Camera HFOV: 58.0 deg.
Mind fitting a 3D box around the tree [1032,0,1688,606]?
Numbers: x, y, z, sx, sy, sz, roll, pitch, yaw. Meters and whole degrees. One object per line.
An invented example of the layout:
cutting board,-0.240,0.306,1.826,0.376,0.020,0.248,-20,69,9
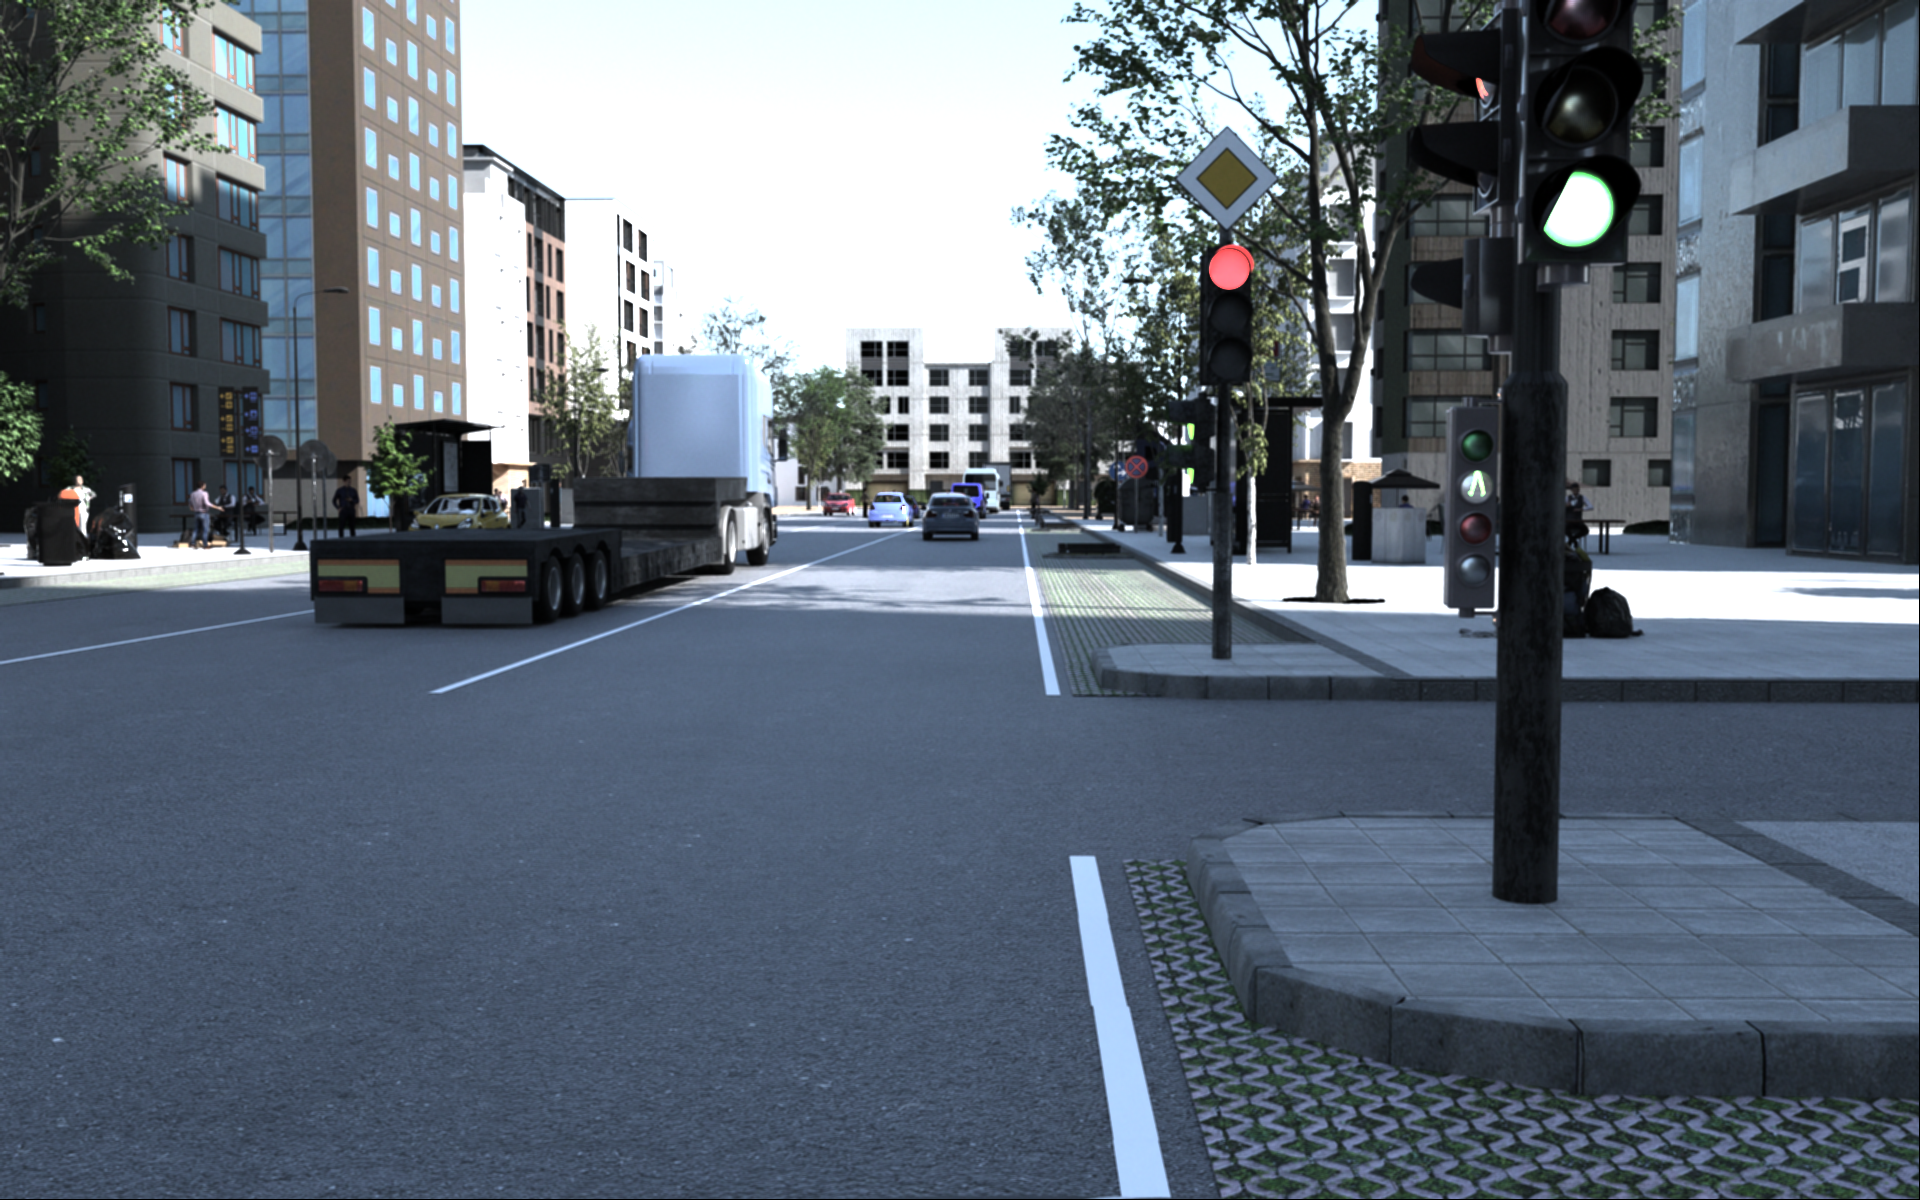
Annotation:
tree,4.554,-5.782,20.286,9.928,11.665,9.643,0,3,0

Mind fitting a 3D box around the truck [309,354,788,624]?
truck,-5.355,-2.315,27.615,2.967,4.110,18.799,0,4,2

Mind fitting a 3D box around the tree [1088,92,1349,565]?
tree,5.031,-4.932,31.000,4.737,8.622,4.395,0,3,0

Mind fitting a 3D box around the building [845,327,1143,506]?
building,3.818,-19.881,191.505,31.486,18.905,16.747,0,4,2

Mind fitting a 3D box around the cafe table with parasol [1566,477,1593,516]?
cafe table with parasol,20.477,-3.339,59.457,2.610,1.966,2.610,0,4,2

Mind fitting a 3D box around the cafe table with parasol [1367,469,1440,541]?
cafe table with parasol,12.015,-2.613,47.580,2.610,1.966,2.610,-2,4,-31

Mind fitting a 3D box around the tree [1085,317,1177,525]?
tree,6.985,-7.379,71.003,4.360,8.622,3.978,0,3,0

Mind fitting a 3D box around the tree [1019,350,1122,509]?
tree,9.563,-14.799,148.613,9.857,13.997,8.962,0,3,0

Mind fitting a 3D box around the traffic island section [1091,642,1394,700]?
traffic island section,2.064,0.536,13.517,2.009,0.180,2.903,0,4,2

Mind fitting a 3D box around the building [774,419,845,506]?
building,-26.165,-15.096,188.961,28.070,9.664,9.099,0,4,2

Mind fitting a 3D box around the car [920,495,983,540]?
car,-0.276,-2.623,54.894,2.014,1.417,4.499,0,4,1

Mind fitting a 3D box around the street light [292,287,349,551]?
street light,-14.422,-4.070,39.083,1.470,5.913,1.316,0,4,2

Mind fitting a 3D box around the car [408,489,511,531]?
car,-12.740,-2.076,44.170,2.015,1.641,3.980,0,4,1

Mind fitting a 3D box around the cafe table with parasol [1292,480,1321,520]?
cafe table with parasol,16.644,-4.963,86.004,2.610,1.966,2.610,2,4,23

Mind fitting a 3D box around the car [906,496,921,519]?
car,-3.231,-5.372,100.409,1.945,1.354,3.894,0,4,0

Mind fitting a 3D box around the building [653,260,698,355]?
building,-28.737,-17.757,146.752,11.380,20.091,16.016,0,4,2

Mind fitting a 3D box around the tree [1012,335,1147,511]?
tree,9.138,-13.598,132.689,12.009,13.543,11.850,0,3,0

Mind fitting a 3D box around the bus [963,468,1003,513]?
bus,1.716,-8.387,131.983,2.948,3.499,13.247,0,4,2

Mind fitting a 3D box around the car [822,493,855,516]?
car,-8.054,-6.522,115.667,2.155,1.783,4.494,0,4,3

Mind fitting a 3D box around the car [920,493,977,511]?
car,-0.439,-3.403,64.675,2.155,1.783,4.494,0,4,0

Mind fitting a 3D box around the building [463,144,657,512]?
building,-37.781,-16.763,118.057,27.936,21.610,32.646,0,4,2

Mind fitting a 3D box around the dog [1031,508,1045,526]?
dog,3.565,-3.711,77.507,0.513,0.831,0.800,-1,4,-20

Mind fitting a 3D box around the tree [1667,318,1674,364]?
tree,27.044,-6.767,61.000,4.737,8.622,4.395,0,3,0

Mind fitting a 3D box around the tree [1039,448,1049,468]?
tree,9.587,-12.995,162.823,4.737,8.622,4.395,0,3,0

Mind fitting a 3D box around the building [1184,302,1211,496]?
building,27.393,-17.805,147.529,16.016,20.091,11.380,0,4,2

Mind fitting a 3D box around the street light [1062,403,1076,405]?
street light,5.855,-7.064,88.042,1.470,5.913,1.316,0,4,2

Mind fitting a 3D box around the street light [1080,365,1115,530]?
street light,5.092,-5.493,62.346,1.470,5.913,1.316,0,4,2

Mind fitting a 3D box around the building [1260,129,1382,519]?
building,25.615,-14.628,95.593,16.016,20.091,11.380,0,4,2

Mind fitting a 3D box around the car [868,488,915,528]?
car,-2.965,-4.007,75.105,1.945,1.707,3.694,0,4,3

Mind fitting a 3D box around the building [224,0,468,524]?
building,-31.804,-26.226,78.905,14.600,45.320,14.200,0,4,2

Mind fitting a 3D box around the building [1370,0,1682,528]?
building,24.268,-18.348,71.697,14.160,30.474,14.107,0,4,2

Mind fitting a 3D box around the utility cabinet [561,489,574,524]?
utility cabinet,-16.236,-3.904,72.502,1.173,1.500,0.318,3,5,43

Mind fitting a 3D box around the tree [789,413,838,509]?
tree,-12.708,-12.416,153.361,4.737,8.622,4.395,0,3,0

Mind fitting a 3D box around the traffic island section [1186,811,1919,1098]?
traffic island section,1.812,1.024,5.536,2.009,0.180,2.903,0,4,2

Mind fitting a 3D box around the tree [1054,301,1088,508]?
tree,5.890,-6.231,52.245,4.737,8.622,4.395,0,3,0

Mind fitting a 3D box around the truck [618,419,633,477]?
truck,-9.135,-4.452,62.552,2.967,4.110,18.799,0,4,1

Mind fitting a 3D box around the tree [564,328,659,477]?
tree,-15.119,-7.724,76.656,4.360,8.622,3.978,0,3,0

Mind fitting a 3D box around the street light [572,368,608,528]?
street light,-13.692,-5.599,64.078,1.470,5.913,1.316,0,4,2

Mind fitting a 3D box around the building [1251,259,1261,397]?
building,26.197,-15.350,107.390,16.016,20.091,11.380,0,4,2

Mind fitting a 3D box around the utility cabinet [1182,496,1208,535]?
utility cabinet,7.306,-2.626,54.093,1.020,1.237,0.306,0,4,-6

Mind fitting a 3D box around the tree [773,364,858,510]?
tree,-11.826,-12.926,137.098,9.928,11.665,9.643,0,3,0

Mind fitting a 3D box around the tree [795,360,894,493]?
tree,-11.423,-15.826,165.406,9.857,13.997,8.962,0,3,0

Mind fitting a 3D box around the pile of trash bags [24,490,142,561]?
pile of trash bags,-17.647,-1.521,34.620,1.912,1.369,3.447,-2,4,-34

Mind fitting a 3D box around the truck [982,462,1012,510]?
truck,3.288,-10.355,158.214,2.839,4.237,11.283,0,4,0

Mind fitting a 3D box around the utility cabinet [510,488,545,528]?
utility cabinet,-15.124,-3.170,60.513,1.173,1.500,0.318,1,4,18

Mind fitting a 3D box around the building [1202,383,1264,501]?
building,23.817,-11.335,127.482,9.099,9.664,28.070,0,4,2

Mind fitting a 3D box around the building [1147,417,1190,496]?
building,34.273,-14.968,186.881,28.070,9.664,9.099,0,4,2

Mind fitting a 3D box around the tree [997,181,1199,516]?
tree,8.405,-15.053,102.002,12.611,20.169,13.585,0,3,0

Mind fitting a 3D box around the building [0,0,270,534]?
building,-40.049,-12.559,50.382,27.650,21.520,28.899,0,4,2

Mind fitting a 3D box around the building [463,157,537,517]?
building,-32.689,-14.627,95.571,16.016,20.091,11.380,0,4,2

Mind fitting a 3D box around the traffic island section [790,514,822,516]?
traffic island section,-10.264,-5.691,115.917,1.991,0.108,1.994,0,4,2

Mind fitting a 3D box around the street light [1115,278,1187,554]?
street light,4.186,-3.964,37.356,1.470,5.913,1.316,0,4,2

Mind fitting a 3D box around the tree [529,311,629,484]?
tree,-15.363,-7.328,70.168,4.737,8.622,4.395,0,3,0

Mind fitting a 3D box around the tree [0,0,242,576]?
tree,-15.547,-6.189,26.944,9.928,11.665,9.643,0,3,0

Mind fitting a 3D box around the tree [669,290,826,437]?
tree,-13.274,-11.842,103.982,12.009,13.543,11.850,0,3,0

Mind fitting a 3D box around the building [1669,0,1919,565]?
building,31.181,-25.349,34.071,30.456,49.044,23.786,0,4,2
